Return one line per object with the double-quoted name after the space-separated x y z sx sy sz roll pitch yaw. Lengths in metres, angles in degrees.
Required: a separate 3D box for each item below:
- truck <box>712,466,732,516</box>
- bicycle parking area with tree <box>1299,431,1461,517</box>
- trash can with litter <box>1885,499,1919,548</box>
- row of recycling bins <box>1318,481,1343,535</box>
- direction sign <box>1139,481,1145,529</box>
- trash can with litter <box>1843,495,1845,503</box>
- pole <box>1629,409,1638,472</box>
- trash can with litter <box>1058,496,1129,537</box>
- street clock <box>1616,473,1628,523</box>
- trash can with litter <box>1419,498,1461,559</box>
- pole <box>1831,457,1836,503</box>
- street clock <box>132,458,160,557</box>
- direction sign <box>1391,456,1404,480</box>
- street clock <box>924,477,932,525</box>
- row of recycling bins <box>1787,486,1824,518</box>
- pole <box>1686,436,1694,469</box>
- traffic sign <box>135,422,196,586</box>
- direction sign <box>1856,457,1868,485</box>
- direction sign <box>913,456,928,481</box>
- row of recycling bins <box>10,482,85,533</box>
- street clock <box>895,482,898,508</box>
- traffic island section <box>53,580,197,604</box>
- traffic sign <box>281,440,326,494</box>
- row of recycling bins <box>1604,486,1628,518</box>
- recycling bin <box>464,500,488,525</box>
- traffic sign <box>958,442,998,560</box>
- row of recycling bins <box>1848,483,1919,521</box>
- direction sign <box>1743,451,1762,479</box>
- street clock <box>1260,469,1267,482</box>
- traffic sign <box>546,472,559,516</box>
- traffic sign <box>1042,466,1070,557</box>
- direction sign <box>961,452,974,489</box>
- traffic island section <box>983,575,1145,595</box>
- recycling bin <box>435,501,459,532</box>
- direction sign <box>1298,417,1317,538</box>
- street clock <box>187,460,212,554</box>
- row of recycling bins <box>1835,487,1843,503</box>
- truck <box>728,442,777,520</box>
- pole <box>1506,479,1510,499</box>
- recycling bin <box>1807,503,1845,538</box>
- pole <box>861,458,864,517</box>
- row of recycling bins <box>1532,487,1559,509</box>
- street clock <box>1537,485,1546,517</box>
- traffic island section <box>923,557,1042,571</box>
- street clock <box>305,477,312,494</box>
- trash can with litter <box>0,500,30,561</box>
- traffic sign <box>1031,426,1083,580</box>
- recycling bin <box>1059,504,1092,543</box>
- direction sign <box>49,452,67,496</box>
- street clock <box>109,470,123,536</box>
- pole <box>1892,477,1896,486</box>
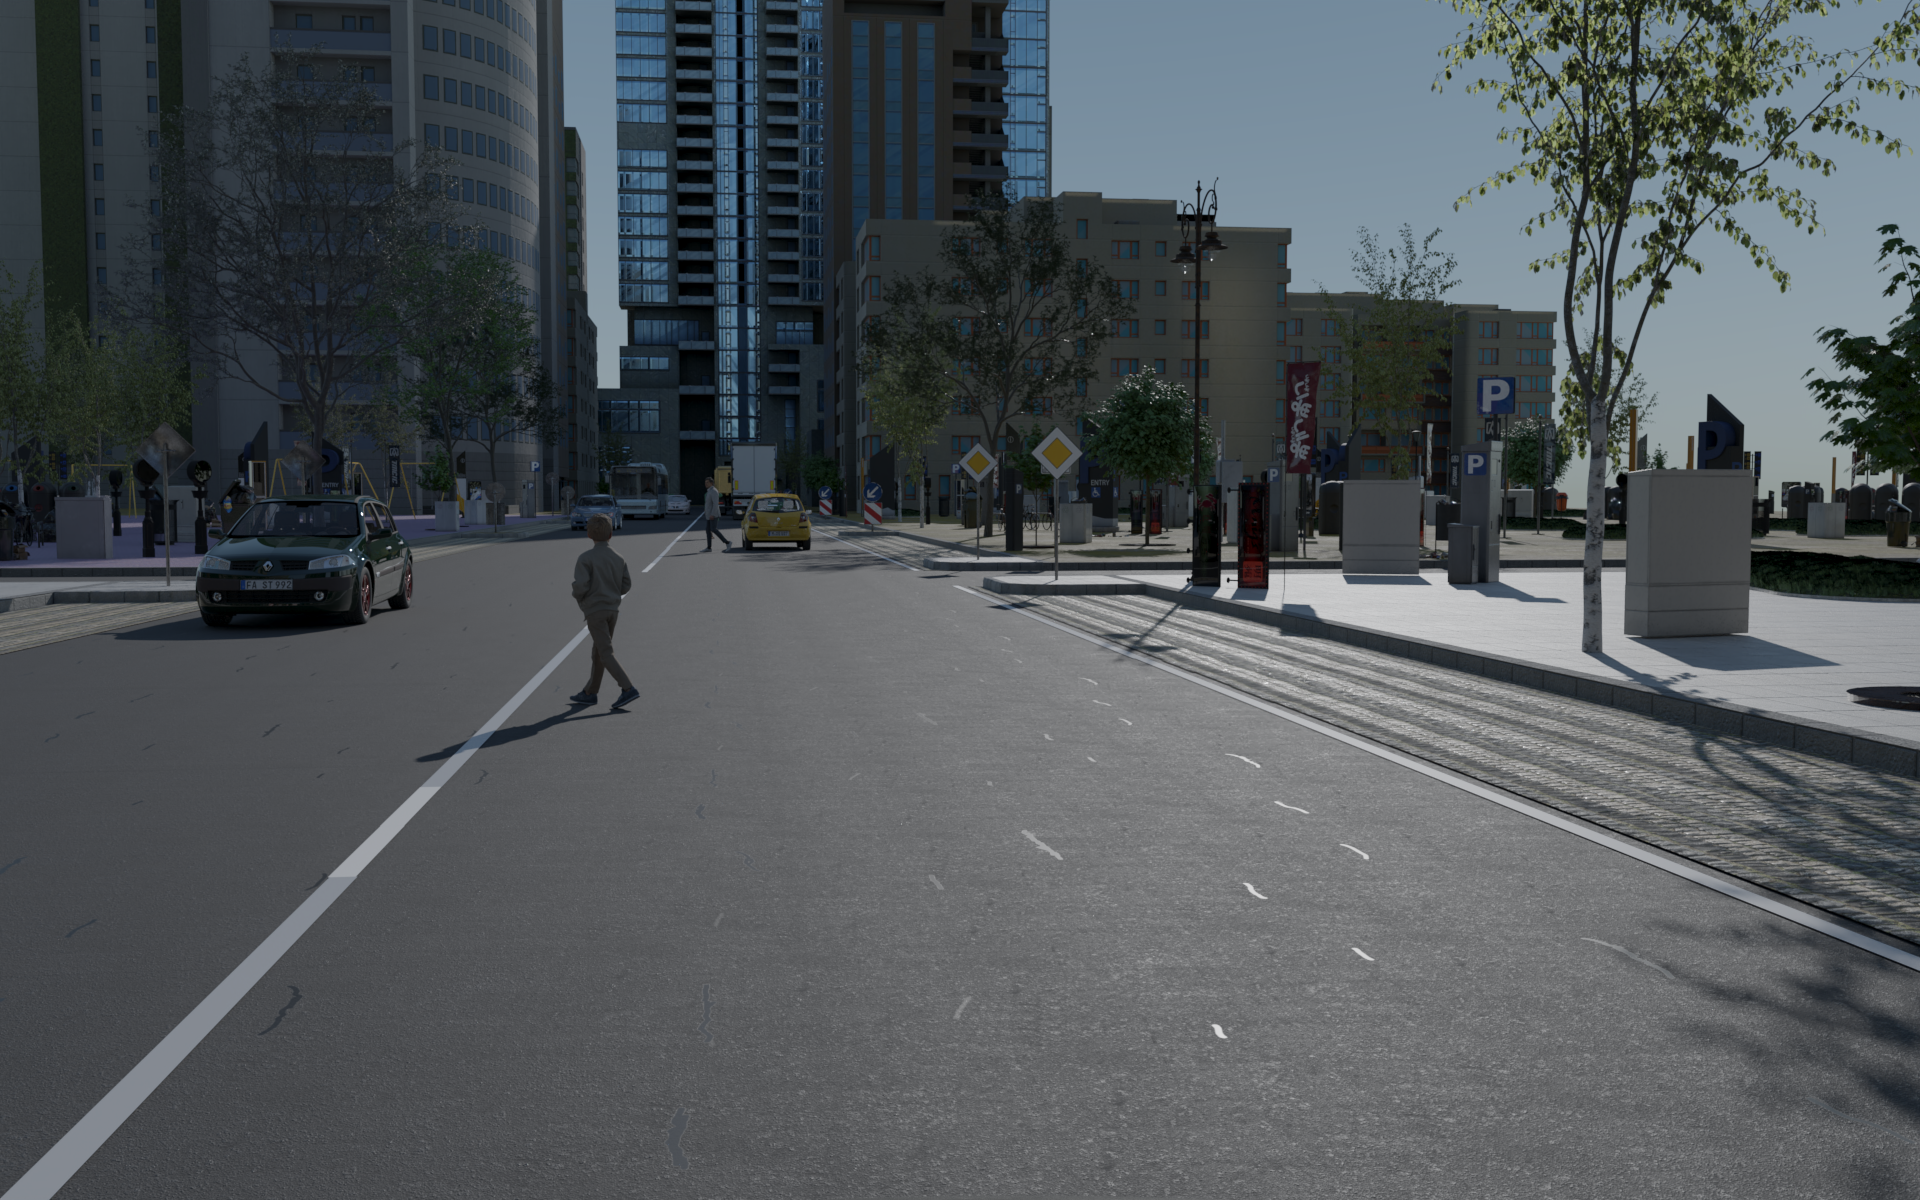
-15.357 -7.499 118.534 3.469 3.379 9.791 0 4 -6 "truck"
19.688 -5.768 81.304 9.016 4.147 8.231 0 4 -8 "bicycle parking area with tree"
22.923 -1.861 41.807 1.055 1.170 0.624 2 4 32 "trash can with litter"
12.451 -3.015 56.404 1.069 1.692 3.534 2 4 24 "row of recycling bins"
6.705 -4.427 64.373 0.876 3.537 0.379 3 5 45 "direction sign"
47.027 -4.926 91.591 1.678 1.210 2.233 -2 4 -27 "trash can with litter"
16.211 -2.930 41.746 0.158 3.312 0.155 0 3 0 "pole"
3.969 -2.490 51.771 2.233 1.210 1.678 0 4 -3 "trash can with litter"
23.318 -3.447 60.928 0.358 2.002 0.471 -3 4 -36 "street clock"
9.461 -1.464 34.991 2.233 1.210 1.678 1 4 9 "trash can with litter"
48.106 -6.210 95.375 0.158 3.312 0.155 0 3 0 "pole"
-16.484 -1.869 35.136 0.471 2.002 0.358 -3 5 -43 "street clock"
25.792 -6.738 102.158 0.379 3.537 0.876 -3 4 -37 "direction sign"
-1.348 -4.180 72.918 0.358 2.002 0.471 0 4 -7 "street clock"
41.264 -4.727 84.395 1.069 1.692 3.534 3 5 42 "row of recycling bins"
25.520 -4.080 60.546 0.158 3.312 0.155 0 3 0 "pole"
-11.043 -1.252 24.110 0.795 2.450 0.064 0 4 -8 "traffic sign"
38.304 -4.962 73.124 0.876 3.537 0.379 3 4 38 "direction sign"
-2.350 -6.792 103.045 0.876 3.537 0.379 -1 4 -17 "direction sign"
-31.206 -3.113 58.012 3.534 1.692 1.069 -1 4 -13 "row of recycling bins"
-3.858 -6.098 104.276 0.471 2.002 0.358 2 4 32 "street clock"
-11.066 -0.115 24.168 2.009 0.180 2.903 0 4 -8 "traffic island section"
-12.130 -1.736 32.021 0.795 2.450 0.064 0 4 -8 "traffic sign"
34.449 -5.153 91.366 1.069 1.692 3.534 -1 4 -13 "row of recycling bins"
-20.345 -3.689 72.875 0.722 1.027 0.722 2 4 28 "recycling bin"
0.351 -1.839 33.707 0.795 2.450 0.064 0 4 -8 "traffic sign"
35.010 -3.506 64.434 3.534 1.692 1.069 3 4 37 "row of recycling bins"
41.788 -6.080 91.403 0.876 3.537 0.379 0 4 8 "direction sign"
8.910 -2.773 49.914 0.471 2.002 0.358 -1 4 -21 "street clock"
-23.677 -6.149 100.648 0.768 2.556 0.104 0 4 -7 "traffic sign"
1.960 -2.040 35.479 0.606 2.300 0.079 0 4 -4 "traffic sign"
0.408 -6.164 92.779 0.876 3.537 0.379 -3 5 -41 "direction sign"
1.459 -0.220 25.877 2.009 0.180 2.903 0 4 -8 "traffic island section"
-17.619 -2.872 59.516 0.722 1.027 0.722 -1 4 -9 "recycling bin"
10.063 -3.610 51.014 0.876 3.537 0.379 1 4 20 "direction sign"
-16.221 -1.982 36.978 0.358 2.002 0.471 2 4 24 "street clock"
56.025 -6.143 107.553 3.534 1.692 1.069 0 4 1 "row of recycling bins"
-11.772 -6.698 98.427 2.839 4.237 11.283 0 4 -7 "truck"
31.391 -6.442 99.165 0.158 3.312 0.155 0 3 0 "pole"
25.269 -2.322 50.522 0.722 1.027 0.722 -1 4 -14 "recycling bin"
-5.516 -6.367 97.942 0.158 3.312 0.155 0 3 0 "pole"
35.531 -6.015 105.454 1.069 1.692 3.534 0 4 2 "row of recycling bins"
24.907 -4.265 74.304 0.358 2.002 0.471 -1 4 -21 "street clock"
0.373 -0.704 33.788 2.009 0.180 2.903 0 4 -8 "traffic island section"
-26.306 -3.990 69.799 0.358 2.002 0.471 -1 4 -22 "street clock"
-18.476 -1.349 33.444 0.624 1.170 1.055 0 4 -2 "trash can with litter"
1.437 -1.355 25.796 0.795 2.450 0.064 0 4 -8 "traffic sign"
3.057 -2.026 45.678 0.722 1.027 0.722 1 4 19 "recycling bin"
-48.082 -6.139 92.375 0.876 3.537 0.379 -1 4 -11 "direction sign"
-25.729 -2.952 52.830 0.358 2.002 0.471 0 4 -4 "street clock"
37.812 -4.666 70.124 0.158 3.312 0.155 0 3 0 "pole"
